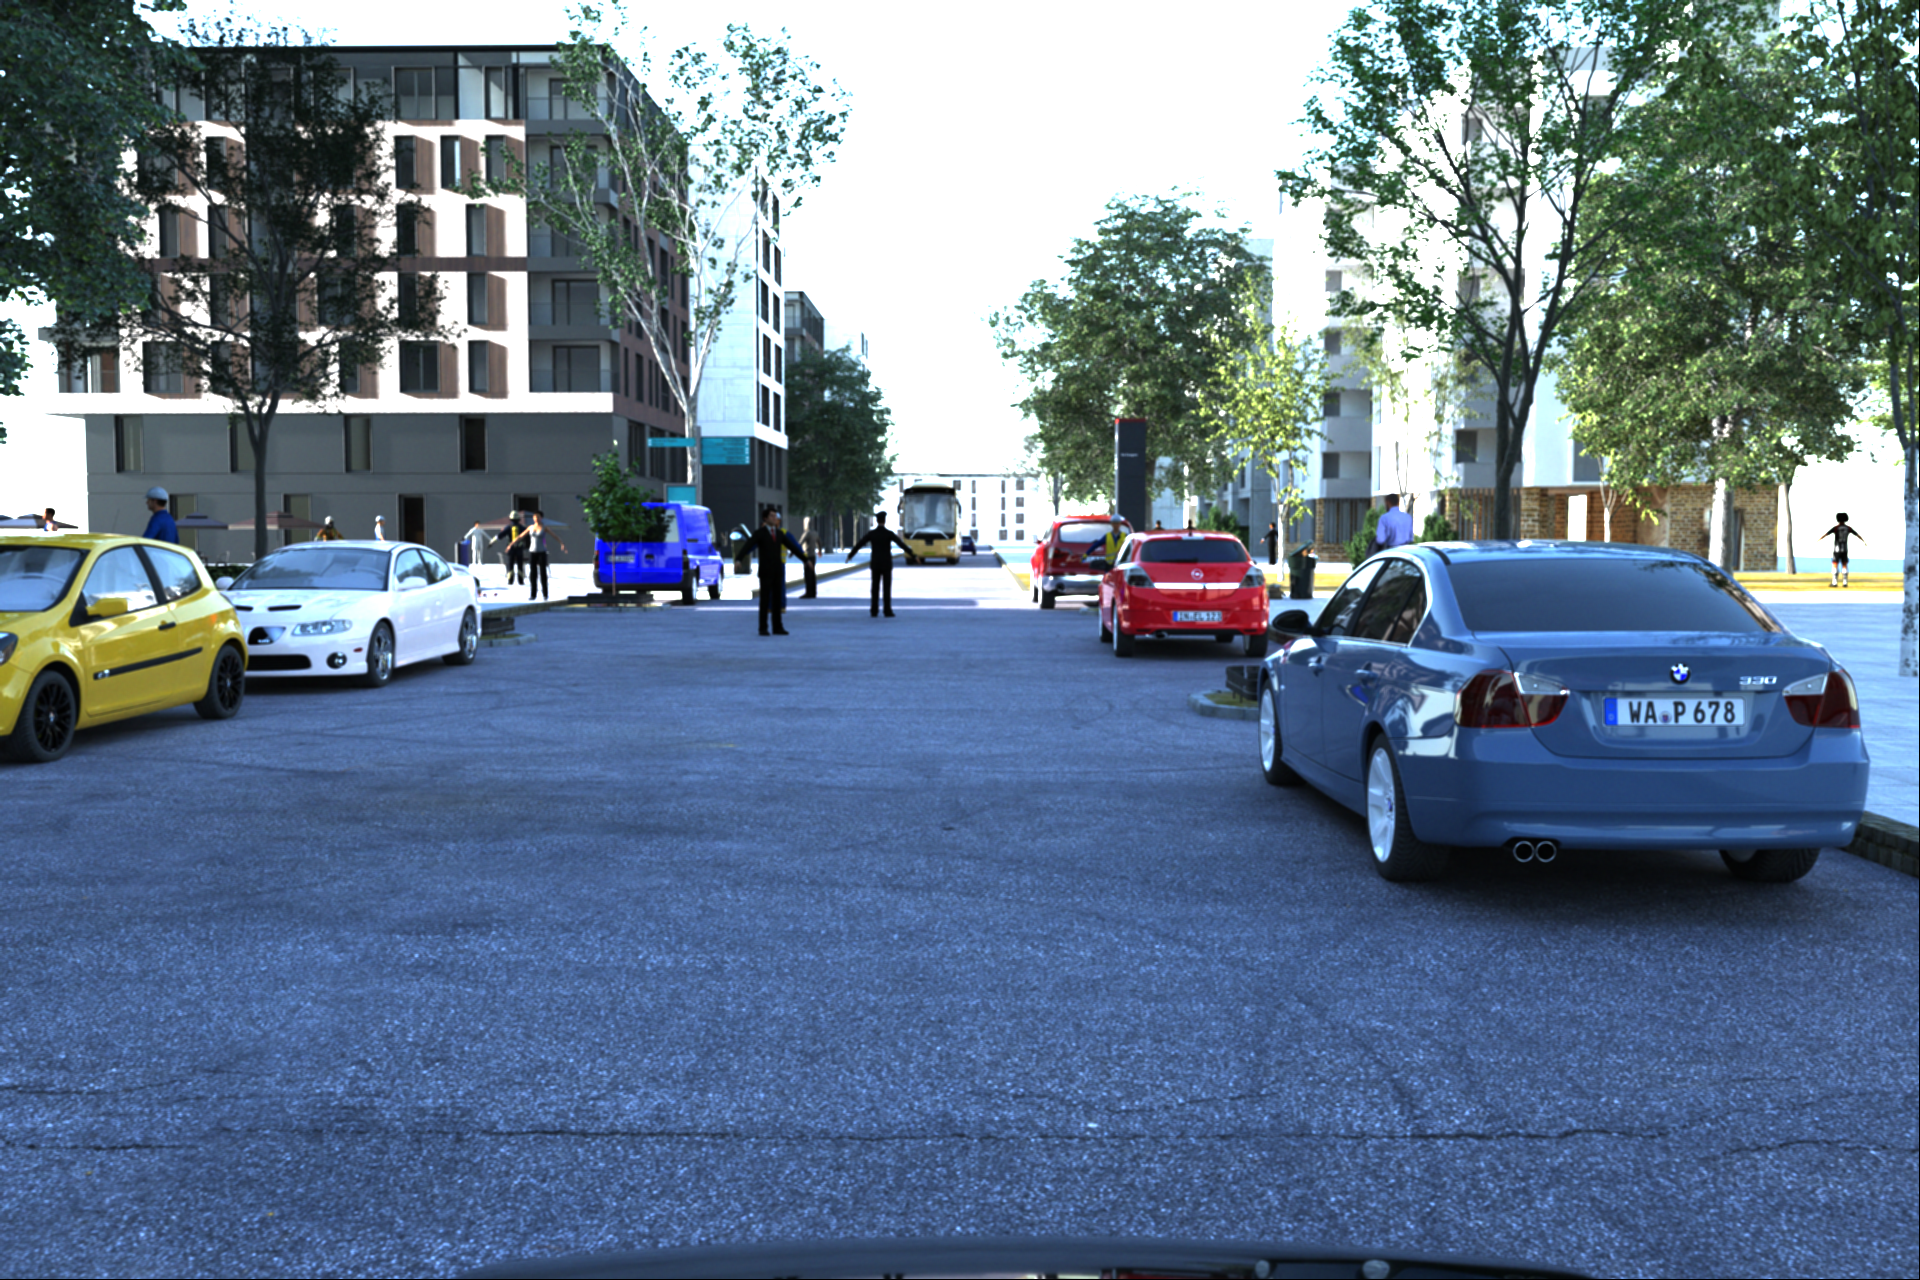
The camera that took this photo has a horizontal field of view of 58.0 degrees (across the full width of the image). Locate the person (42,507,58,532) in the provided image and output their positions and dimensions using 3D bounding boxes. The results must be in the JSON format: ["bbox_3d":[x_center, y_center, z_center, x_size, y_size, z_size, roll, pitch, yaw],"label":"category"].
[{"bbox_3d":[-17.822,-1.696,33.892,0.704,1.807,1.345,-2,4,-31],"label":"person"}]

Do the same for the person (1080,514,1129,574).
[{"bbox_3d":[2.637,-1.249,29.335,1.216,1.772,0.721,0,4,7],"label":"person"}]

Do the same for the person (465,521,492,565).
[{"bbox_3d":[-19.707,-3.952,70.808,1.347,1.806,0.705,-3,5,-39],"label":"person"}]

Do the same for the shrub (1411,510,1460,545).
[{"bbox_3d":[14.623,-2.998,53.438,1.690,2.028,1.600,0,3,0],"label":"shrub"}]

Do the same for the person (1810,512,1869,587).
[{"bbox_3d":[21.417,-2.201,42.136,1.345,1.843,0.704,1,4,8],"label":"person"}]

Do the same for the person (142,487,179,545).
[{"bbox_3d":[-9.635,-0.911,20.782,0.705,1.842,1.347,0,4,-3],"label":"person"}]

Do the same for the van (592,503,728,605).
[{"bbox_3d":[-6.258,-1.974,36.662,2.240,2.365,5.245,0,4,1],"label":"van"}]

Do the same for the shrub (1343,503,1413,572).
[{"bbox_3d":[10.091,-2.278,41.661,1.690,2.028,1.600,0,3,0],"label":"shrub"}]

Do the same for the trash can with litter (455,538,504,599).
[{"bbox_3d":[-9.949,-1.489,35.402,1.678,1.210,2.233,0,4,0],"label":"trash can with litter"}]

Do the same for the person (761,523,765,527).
[{"bbox_3d":[-8.771,-4.352,77.427,0.705,1.796,1.348,0,4,2],"label":"person"}]

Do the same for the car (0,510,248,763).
[{"bbox_3d":[-6.523,-0.113,12.069,2.015,1.641,3.980,0,4,1],"label":"car"}]

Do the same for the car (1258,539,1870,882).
[{"bbox_3d":[2.610,0.219,8.428,2.014,1.417,4.499,0,4,0],"label":"car"}]

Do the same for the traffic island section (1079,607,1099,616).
[{"bbox_3d":[3.146,-0.498,31.008,1.991,0.108,1.994,0,4,1],"label":"traffic island section"}]

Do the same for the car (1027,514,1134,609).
[{"bbox_3d":[2.516,-1.591,34.689,2.281,1.827,5.304,0,4,0],"label":"car"}]

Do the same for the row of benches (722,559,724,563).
[{"bbox_3d":[-8.498,-2.139,50.431,1.422,0.672,4.104,2,4,34],"label":"row of benches"}]

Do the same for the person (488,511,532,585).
[{"bbox_3d":[-11.221,-2.320,43.709,1.354,1.856,0.705,-1,4,-15],"label":"person"}]

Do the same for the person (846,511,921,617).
[{"bbox_3d":[-1.354,-1.321,29.990,1.347,1.837,0.705,1,4,12],"label":"person"}]

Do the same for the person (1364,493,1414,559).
[{"bbox_3d":[5.809,-1.074,23.467,0.709,1.838,0.599,-1,4,-18],"label":"person"}]

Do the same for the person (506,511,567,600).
[{"bbox_3d":[-8.174,-1.630,33.467,1.217,1.737,0.721,0,4,5],"label":"person"}]

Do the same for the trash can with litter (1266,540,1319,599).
[{"bbox_3d":[6.495,-1.387,34.069,1.055,1.170,0.624,0,4,1],"label":"trash can with litter"}]

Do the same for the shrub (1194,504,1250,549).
[{"bbox_3d":[6.113,-2.249,41.192,1.690,2.028,1.600,0,3,0],"label":"shrub"}]

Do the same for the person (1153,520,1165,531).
[{"bbox_3d":[7.645,-3.712,66.836,1.346,1.812,0.704,-1,4,-10],"label":"person"}]

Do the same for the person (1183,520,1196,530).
[{"bbox_3d":[8.235,-3.415,62.062,1.346,1.802,0.704,1,4,14],"label":"person"}]

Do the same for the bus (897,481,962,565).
[{"bbox_3d":[-1.274,-5.651,83.936,2.896,3.916,12.252,0,4,1],"label":"bus"}]

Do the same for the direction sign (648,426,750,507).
[{"bbox_3d":[-6.433,-3.342,43.410,2.525,3.948,1.411,0,4,2],"label":"direction sign"}]

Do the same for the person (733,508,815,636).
[{"bbox_3d":[-2.673,-0.975,24.578,1.347,1.806,0.705,-3,5,-39],"label":"person"}]

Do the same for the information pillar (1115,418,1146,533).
[{"bbox_3d":[3.838,-3.039,39.060,0.750,3.857,0.750,0,4,0],"label":"information pillar"}]

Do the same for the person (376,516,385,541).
[{"bbox_3d":[-18.239,-2.984,54.638,0.705,1.847,1.347,-2,4,-23],"label":"person"}]

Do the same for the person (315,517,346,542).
[{"bbox_3d":[-21.056,-3.191,57.945,0.705,1.858,1.354,2,4,33],"label":"person"}]

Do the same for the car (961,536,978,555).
[{"bbox_3d":[0.254,-6.527,119.298,1.945,1.354,3.894,0,4,1],"label":"car"}]

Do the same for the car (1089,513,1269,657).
[{"bbox_3d":[2.717,-0.773,21.673,2.155,1.783,4.494,0,4,1],"label":"car"}]

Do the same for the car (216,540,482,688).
[{"bbox_3d":[-6.294,-0.323,17.645,2.083,1.381,4.827,0,4,0],"label":"car"}]

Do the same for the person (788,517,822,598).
[{"bbox_3d":[-3.387,-1.839,38.649,0.705,1.813,1.348,2,4,25],"label":"person"}]

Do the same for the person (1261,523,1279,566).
[{"bbox_3d":[12.572,-3.876,70.086,1.216,1.740,0.721,-3,5,-45],"label":"person"}]

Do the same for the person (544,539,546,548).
[{"bbox_3d":[-15.944,-3.496,66.418,0.599,1.433,0.991,-1,4,-15],"label":"person"}]

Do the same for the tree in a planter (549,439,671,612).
[{"bbox_3d":[-6.533,-2.166,32.636,1.991,3.239,1.994,0,4,1],"label":"tree in a planter"}]

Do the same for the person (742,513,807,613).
[{"bbox_3d":[-3.361,-1.411,31.489,1.349,1.833,0.705,1,4,14],"label":"person"}]
